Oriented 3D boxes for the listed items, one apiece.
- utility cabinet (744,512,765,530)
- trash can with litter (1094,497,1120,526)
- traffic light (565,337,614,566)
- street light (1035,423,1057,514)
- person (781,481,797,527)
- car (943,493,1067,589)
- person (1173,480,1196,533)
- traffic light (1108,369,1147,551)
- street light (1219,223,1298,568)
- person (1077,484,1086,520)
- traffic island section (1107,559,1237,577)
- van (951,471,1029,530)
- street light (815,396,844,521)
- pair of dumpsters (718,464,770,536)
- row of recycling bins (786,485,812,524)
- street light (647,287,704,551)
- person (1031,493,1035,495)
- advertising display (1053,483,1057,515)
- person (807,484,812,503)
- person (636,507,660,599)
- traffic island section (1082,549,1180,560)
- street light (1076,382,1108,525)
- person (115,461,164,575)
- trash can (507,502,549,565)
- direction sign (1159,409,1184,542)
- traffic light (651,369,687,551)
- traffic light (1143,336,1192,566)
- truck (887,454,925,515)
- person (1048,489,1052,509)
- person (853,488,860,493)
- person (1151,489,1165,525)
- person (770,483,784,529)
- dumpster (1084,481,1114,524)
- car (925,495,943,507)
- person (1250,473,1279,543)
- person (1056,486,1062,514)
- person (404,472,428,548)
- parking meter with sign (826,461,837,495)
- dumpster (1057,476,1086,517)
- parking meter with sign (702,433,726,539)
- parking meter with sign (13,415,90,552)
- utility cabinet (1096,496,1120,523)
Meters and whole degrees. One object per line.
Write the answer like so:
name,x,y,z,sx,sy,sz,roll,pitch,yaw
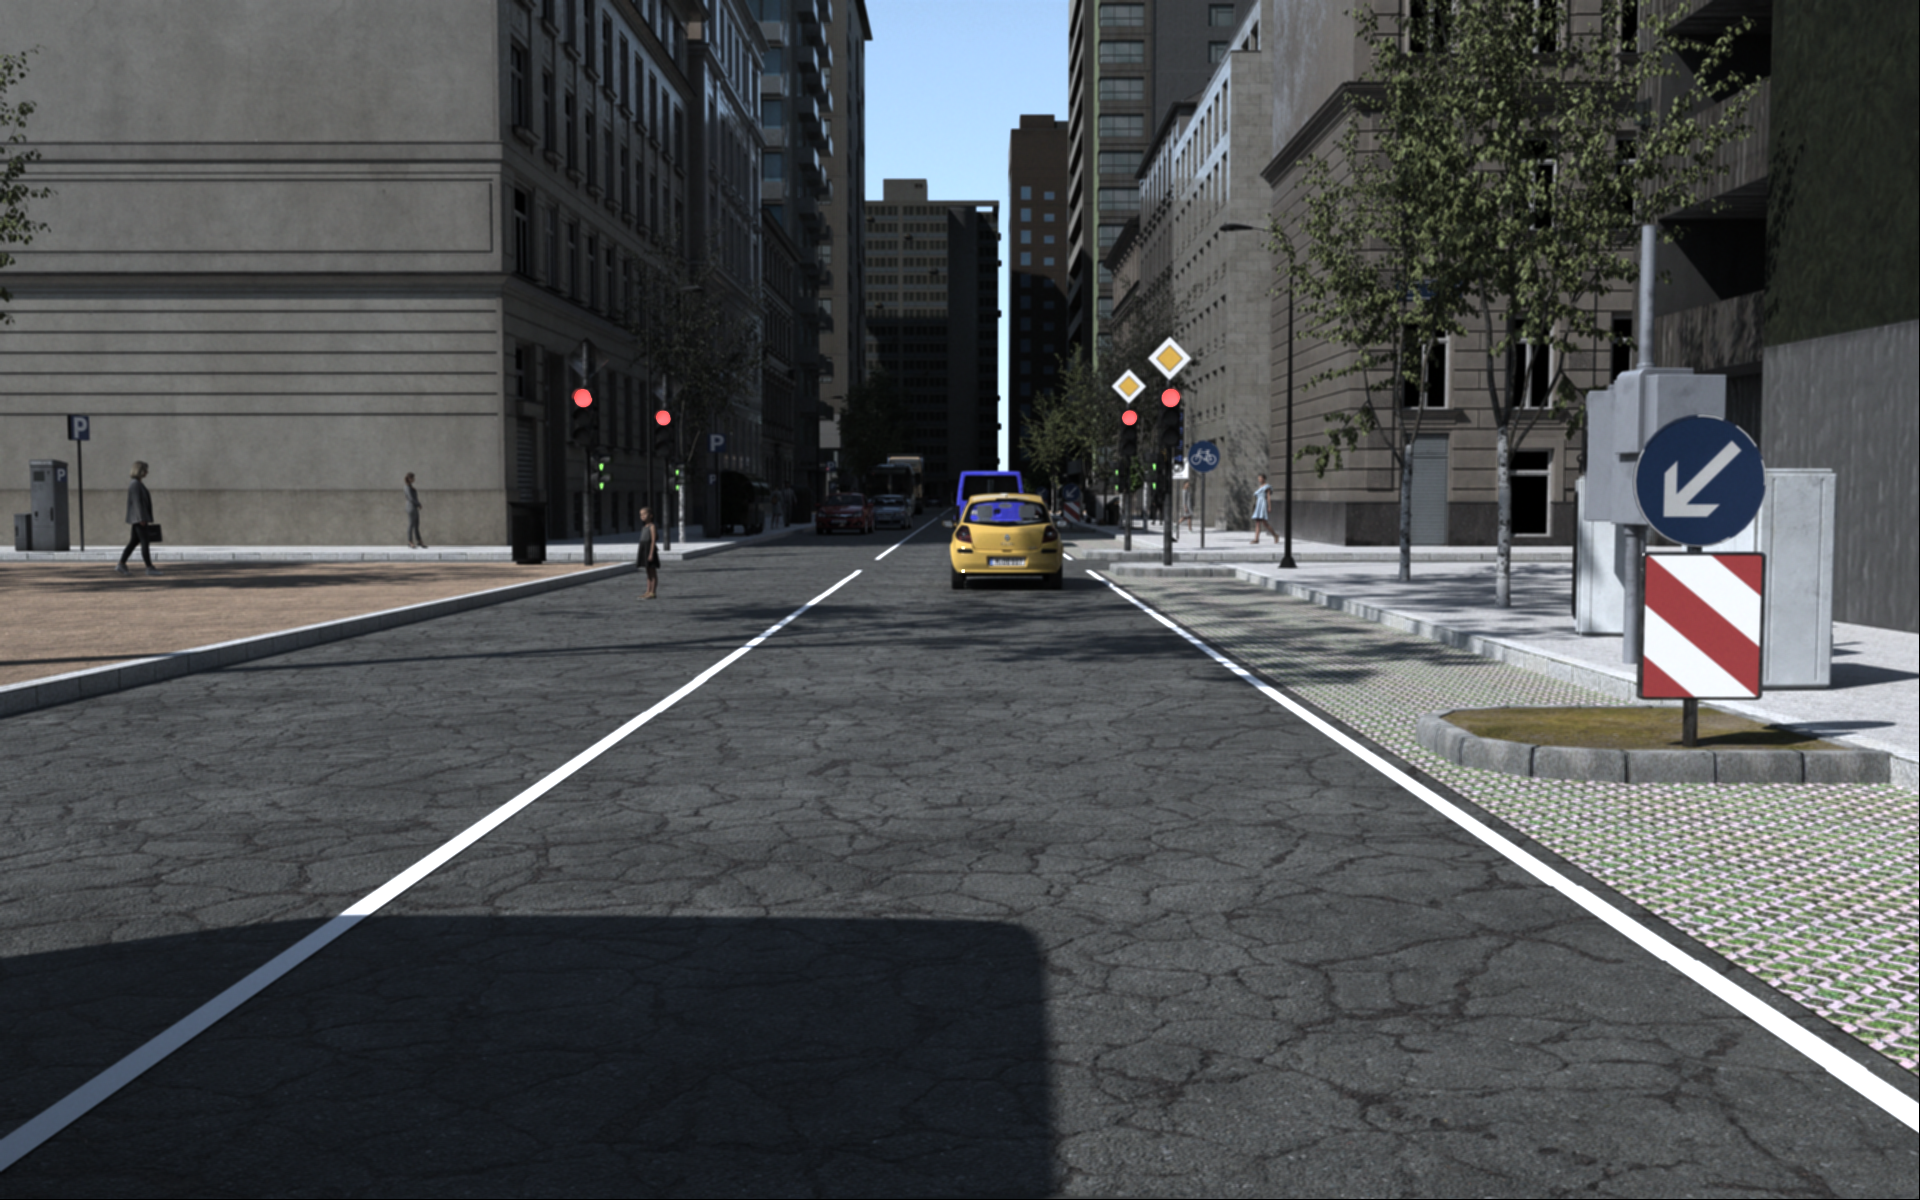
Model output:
utility cabinet,-7.387,-3.272,62.174,0.318,1.500,1.173,1,4,18
trash can with litter,6.044,-3.615,70.500,1.055,1.170,0.624,-1,4,-14
traffic light,-6.653,-2.573,30.995,0.839,4.253,0.868,0,4,0
street light,5.649,-8.655,114.052,1.470,5.913,1.316,0,4,0
person,-6.740,-3.752,67.656,0.678,1.792,0.850,-1,4,-11
car,0.720,-1.054,27.456,2.015,1.641,3.980,0,4,1
person,7.368,-3.050,56.662,0.760,1.731,0.466,-1,4,-19
traffic light,3.763,-3.058,38.925,0.839,4.253,0.868,0,4,0
street light,5.148,-3.507,29.883,1.470,5.913,1.316,0,4,0
person,5.901,-4.854,85.763,0.624,1.780,0.694,2,4,24
traffic island section,3.748,-0.537,31.054,2.009,0.180,2.903,0,4,0
van,0.844,-2.681,48.212,2.240,2.365,5.245,0,4,1
street light,-6.211,-6.708,82.210,1.470,5.913,1.316,0,4,0
pair of dumpsters,-6.999,-3.196,54.748,1.574,2.255,4.437,0,4,1
row of recycling bins,-7.119,-4.251,76.621,1.069,1.692,3.534,0,4,2
street light,-6.431,-4.059,38.911,1.470,5.913,1.316,0,4,0
person,7.748,-10.781,183.117,0.445,1.727,0.742,1,4,19
advertising display,5.785,-6.130,105.440,0.123,1.923,0.974,1,4,9
person,-8.092,-5.205,91.413,0.573,1.790,0.520,0,4,7
person,-4.273,-0.642,23.674,0.373,1.253,0.362,-2,4,-33
traffic island section,3.803,-1.025,39.039,2.009,0.180,2.903,0,4,0
street light,5.494,-6.070,71.786,1.470,5.913,1.316,0,4,0
person,-12.976,-1.293,27.374,0.728,1.800,0.709,-1,4,-16
trash can,-7.881,-1.223,31.652,0.748,1.137,0.748,0,3,0
direction sign,5.644,-3.320,46.279,0.379,3.537,0.876,-3,4,-38
traffic light,-6.598,-3.062,38.980,0.839,4.253,0.868,0,4,0
traffic light,3.708,-2.570,30.940,0.839,4.253,0.868,0,4,0
truck,-3.831,-8.182,122.695,2.839,4.237,11.283,0,4,-1
person,7.885,-8.798,150.608,1.217,1.735,0.721,0,4,7
person,-7.758,-7.475,129.067,0.445,1.727,0.742,2,4,31
person,8.212,-4.047,71.988,0.659,1.850,0.755,-1,4,-17
person,-6.706,-3.434,63.198,0.512,1.701,0.522,1,4,14
dumpster,6.106,-4.263,75.462,1.264,1.857,1.865,0,4,0
car,-2.833,-10.752,188.368,1.945,1.354,3.894,0,4,0
person,7.837,-2.362,44.761,0.778,1.811,0.616,-1,4,-14
person,6.482,-6.449,111.662,0.661,1.801,0.590,-3,5,-43
person,-12.829,-2.114,40.884,0.573,1.790,0.520,-2,4,-29
parking meter with sign,-6.748,-5.816,91.350,0.543,3.016,1.738,-1,4,-8
dumpster,6.234,-5.761,96.688,1.502,2.255,1.985,0,4,0
parking meter with sign,-7.253,-3.328,50.679,0.543,3.016,1.738,-1,4,-18
parking meter with sign,-20.338,-2.595,38.687,1.738,3.016,0.543,1,4,15
utility cabinet,6.329,-3.851,74.118,1.020,1.237,0.306,1,4,16
